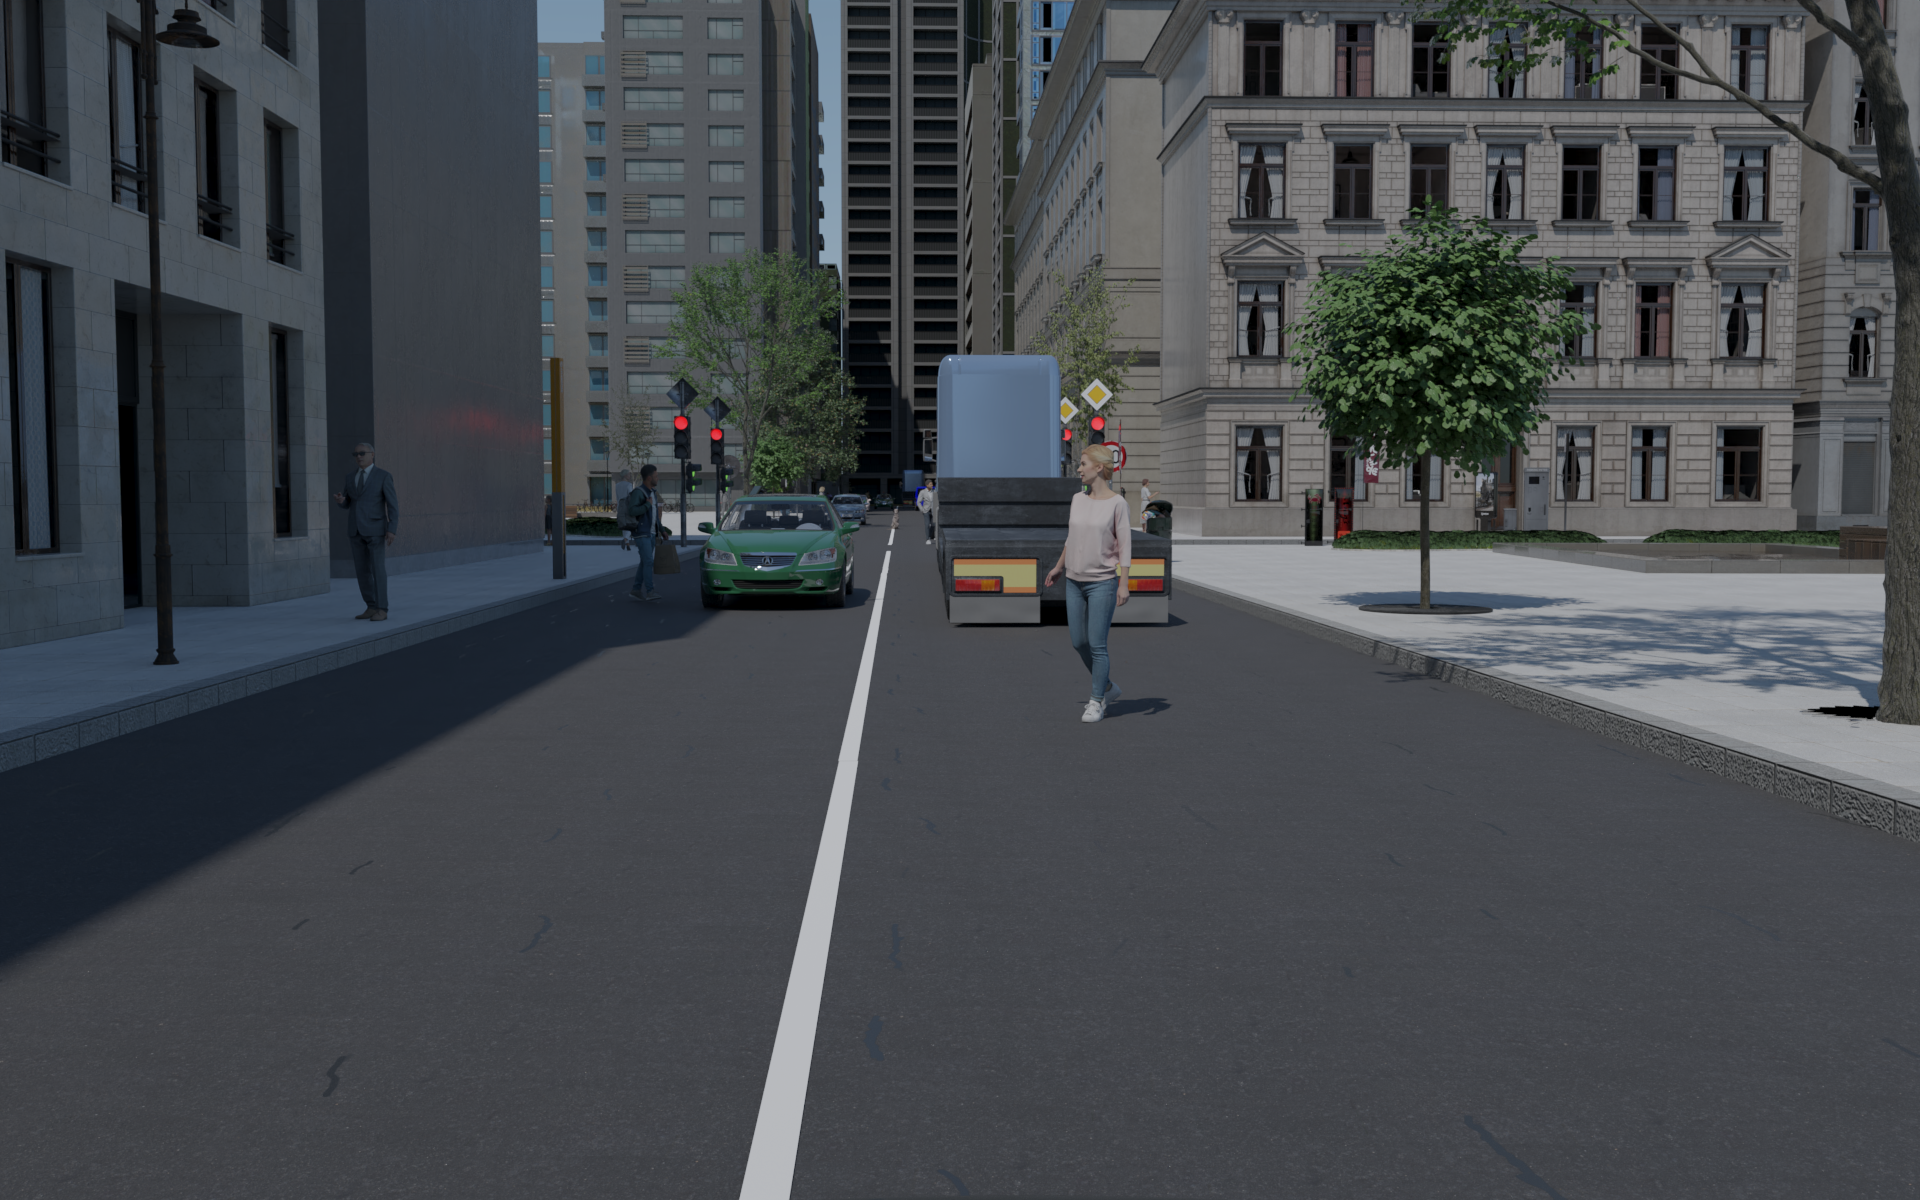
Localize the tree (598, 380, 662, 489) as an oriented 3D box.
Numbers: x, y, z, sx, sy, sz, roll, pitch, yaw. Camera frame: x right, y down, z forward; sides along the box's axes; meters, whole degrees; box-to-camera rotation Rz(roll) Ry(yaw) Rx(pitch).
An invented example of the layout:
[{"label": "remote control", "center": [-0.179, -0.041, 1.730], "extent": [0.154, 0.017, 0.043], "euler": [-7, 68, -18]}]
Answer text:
[{"label": "tree", "center": [-20.710, -9.745, 109.701], "extent": [4.360, 8.622, 3.978], "euler": [0, 3, 0]}]

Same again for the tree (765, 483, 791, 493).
[{"label": "tree", "center": [-10.313, -6.281, 97.294], "extent": [1.663, 3.219, 1.824], "euler": [0, 3, 0]}]

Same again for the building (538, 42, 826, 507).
[{"label": "building", "center": [-29.908, -34.581, 185.004], "extent": [30.456, 49.044, 23.786], "euler": [0, 4, -2]}]

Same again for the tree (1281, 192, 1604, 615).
[{"label": "tree", "center": [5.211, -2.155, 18.951], "extent": [4.285, 4.588, 4.351], "euler": [0, 3, 0]}]

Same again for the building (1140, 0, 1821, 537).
[{"label": "building", "center": [16.153, -11.727, 56.371], "extent": [19.286, 19.102, 10.561], "euler": [0, 4, -2]}]

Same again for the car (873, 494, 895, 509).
[{"label": "car", "center": [-7.195, -9.289, 163.678], "extent": [2.131, 1.459, 4.920], "euler": [0, 4, -2]}]

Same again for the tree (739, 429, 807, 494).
[{"label": "tree", "center": [-9.405, -6.319, 87.024], "extent": [4.285, 4.588, 4.351], "euler": [0, 3, 0]}]

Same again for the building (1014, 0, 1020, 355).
[{"label": "building", "center": [11.634, -44.516, 166.089], "extent": [20.563, 71.187, 20.611], "euler": [0, 4, -2]}]

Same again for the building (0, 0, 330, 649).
[{"label": "building", "center": [-13.088, -9.701, 13.365], "extent": [10.420, 20.320, 16.860], "euler": [0, 4, -2]}]

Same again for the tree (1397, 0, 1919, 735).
[{"label": "tree", "center": [5.454, -5.127, 9.576], "extent": [9.928, 11.665, 9.643], "euler": [0, 3, 0]}]

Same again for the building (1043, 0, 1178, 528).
[{"label": "building", "center": [12.211, -15.070, 79.678], "extent": [16.112, 22.955, 30.059], "euler": [0, 4, -2]}]

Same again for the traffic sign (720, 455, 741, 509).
[{"label": "traffic sign", "center": [-7.499, -3.430, 56.190], "extent": [0.768, 2.556, 0.104], "euler": [0, 4, 2]}]

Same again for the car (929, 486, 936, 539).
[{"label": "car", "center": [-0.084, -2.925, 56.493], "extent": [2.281, 1.827, 5.304], "euler": [0, 4, -2]}]

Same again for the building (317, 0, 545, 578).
[{"label": "building", "center": [-24.007, -13.030, 32.103], "extent": [30.058, 24.678, 14.314], "euler": [0, 4, -2]}]

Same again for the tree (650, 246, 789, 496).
[{"label": "tree", "center": [-8.690, -8.912, 71.468], "extent": [9.928, 11.665, 9.643], "euler": [0, 3, 0]}]

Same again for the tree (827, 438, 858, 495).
[{"label": "tree", "center": [-12.122, -13.680, 174.028], "extent": [4.360, 8.622, 3.978], "euler": [0, 3, 0]}]

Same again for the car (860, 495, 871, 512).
[{"label": "car", "center": [-8.237, -7.810, 140.049], "extent": [2.083, 1.381, 4.827], "euler": [0, 4, -2]}]

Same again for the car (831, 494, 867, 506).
[{"label": "car", "center": [-6.545, -5.573, 102.919], "extent": [2.131, 1.459, 4.920], "euler": [0, 4, -1]}]

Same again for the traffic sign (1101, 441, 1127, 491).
[{"label": "traffic sign", "center": [3.595, -2.520, 41.313], "extent": [0.768, 2.556, 0.104], "euler": [0, 4, 1]}]

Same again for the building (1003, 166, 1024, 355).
[{"label": "building", "center": [11.614, -16.905, 109.678], "extent": [16.112, 22.955, 30.059], "euler": [0, 4, -2]}]

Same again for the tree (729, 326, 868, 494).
[{"label": "tree", "center": [-10.851, -12.170, 115.992], "extent": [9.611, 12.733, 9.660], "euler": [0, 3, 0]}]

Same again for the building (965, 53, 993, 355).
[{"label": "building", "center": [11.570, -34.534, 188.329], "extent": [21.300, 48.544, 21.600], "euler": [0, 4, -2]}]

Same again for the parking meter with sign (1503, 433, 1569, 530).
[{"label": "parking meter with sign", "center": [16.610, -3.285, 49.964], "extent": [1.738, 3.016, 0.543], "euler": [1, 4, 15]}]

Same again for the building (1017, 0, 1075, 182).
[{"label": "building", "center": [13.407, -50.596, 139.910], "extent": [22.319, 86.520, 31.000], "euler": [0, 4, -2]}]

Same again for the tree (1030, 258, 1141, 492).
[{"label": "tree", "center": [3.795, -6.390, 54.845], "extent": [4.737, 8.622, 4.395], "euler": [0, 3, 0]}]

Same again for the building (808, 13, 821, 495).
[{"label": "building", "center": [-20.190, -31.169, 159.723], "extent": [14.600, 45.320, 14.200], "euler": [0, 4, -2]}]

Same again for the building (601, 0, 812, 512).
[{"label": "building", "center": [-18.742, -27.372, 131.120], "extent": [14.154, 41.232, 14.086], "euler": [0, 4, -2]}]

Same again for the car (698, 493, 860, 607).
[{"label": "car", "center": [-2.397, -0.711, 23.417], "extent": [2.131, 1.459, 4.920], "euler": [0, 4, -1]}]

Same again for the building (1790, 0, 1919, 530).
[{"label": "building", "center": [34.908, -12.727, 57.241], "extent": [18.267, 20.994, 9.793], "euler": [0, 4, -2]}]

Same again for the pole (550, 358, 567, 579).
[{"label": "pole", "center": [-6.039, -1.969, 26.033], "extent": [0.158, 3.312, 0.155], "euler": [0, 3, 0]}]

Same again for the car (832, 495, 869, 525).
[{"label": "car", "center": [-5.291, -4.253, 81.533], "extent": [2.014, 1.417, 4.499], "euler": [0, 4, -3]}]

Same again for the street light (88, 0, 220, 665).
[{"label": "street light", "center": [-5.992, -2.453, 12.892], "extent": [0.468, 5.910, 1.993], "euler": [0, 4, -2]}]
